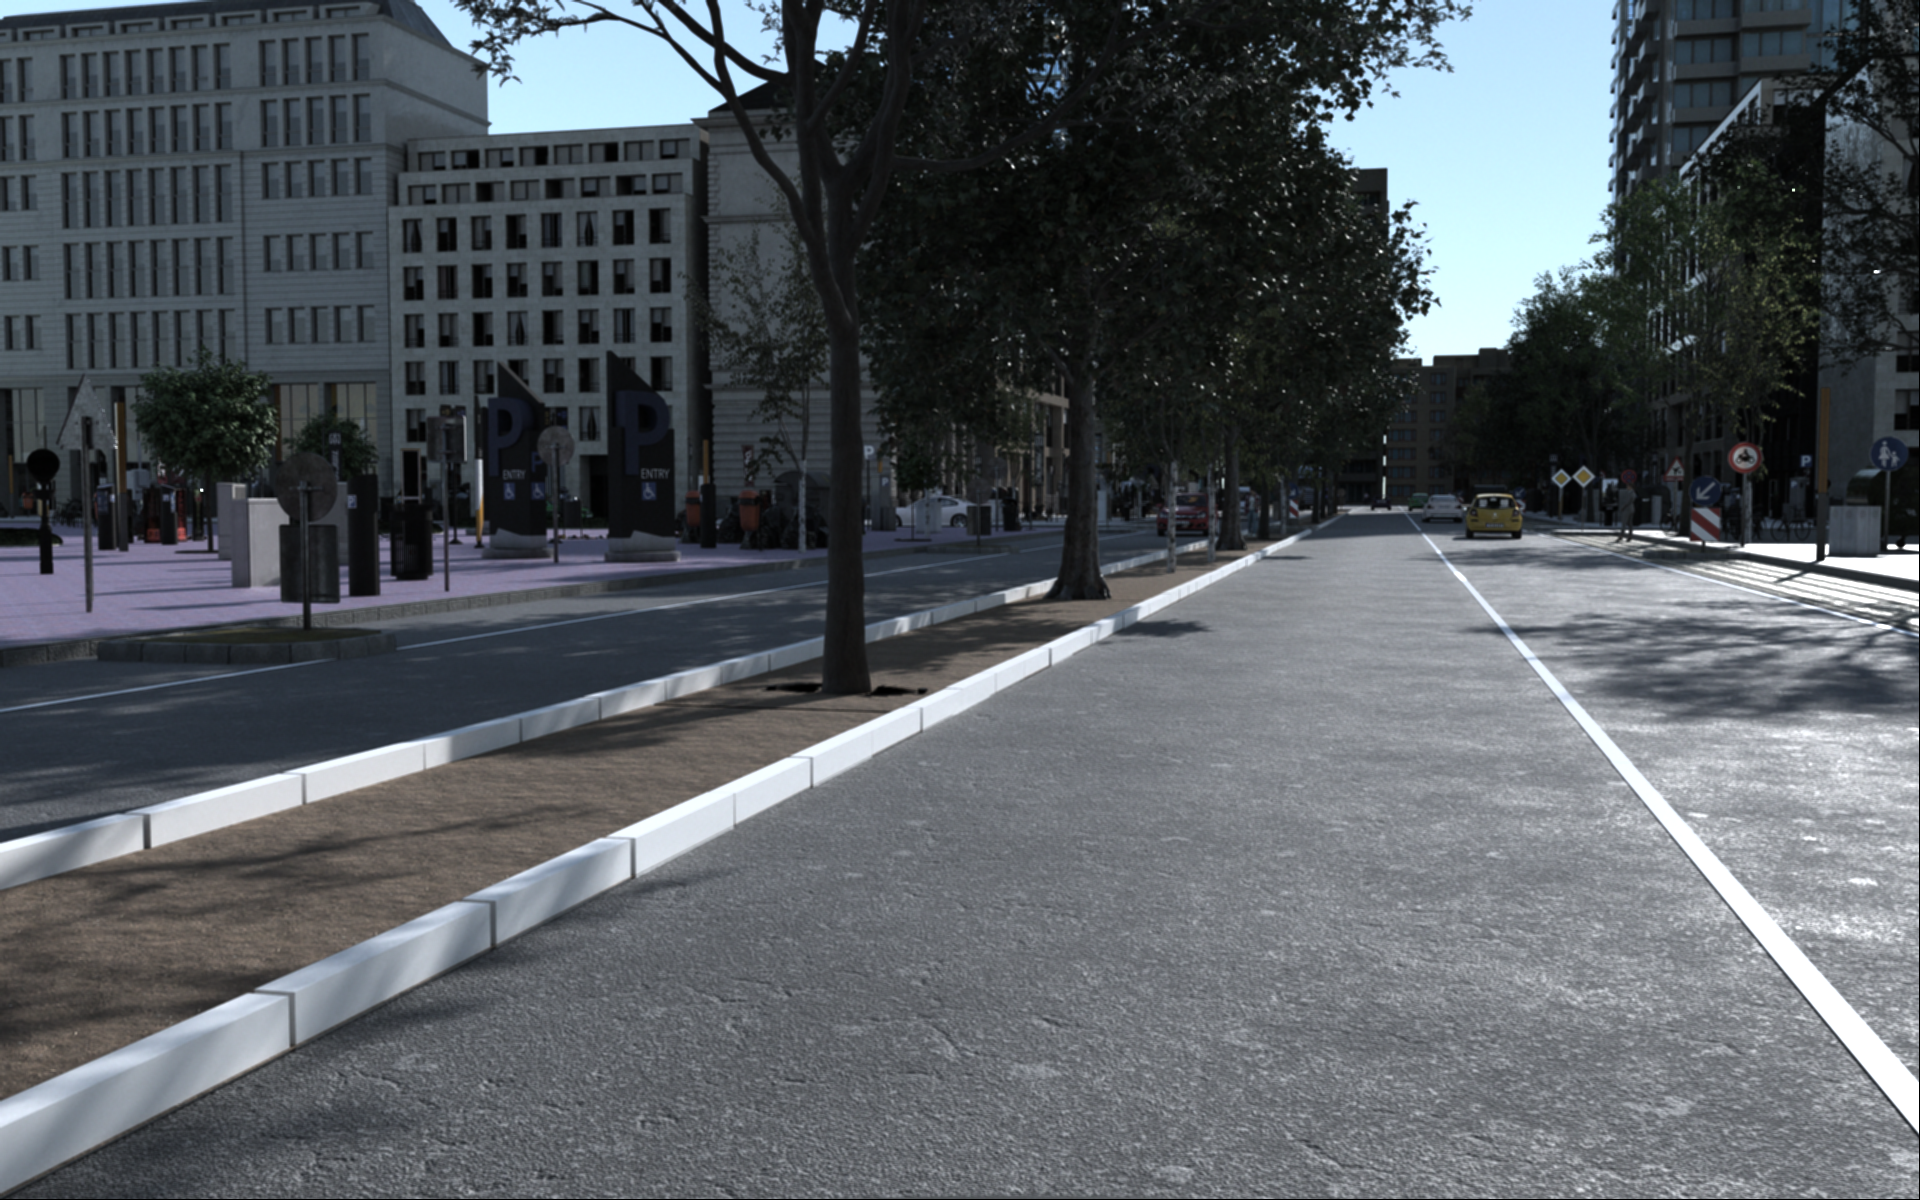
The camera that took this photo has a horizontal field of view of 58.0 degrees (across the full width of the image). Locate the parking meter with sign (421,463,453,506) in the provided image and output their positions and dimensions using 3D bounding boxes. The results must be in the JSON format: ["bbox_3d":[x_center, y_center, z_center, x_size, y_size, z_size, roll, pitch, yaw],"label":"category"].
[{"bbox_3d":[-26.592,-5.613,88.036,1.738,3.016,0.543,0,4,6],"label":"parking meter with sign"}]

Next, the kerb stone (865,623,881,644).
[{"bbox_3d":[-0.973,0.354,16.420,0.120,0.150,1.000,1,4,14],"label":"kerb stone"}]

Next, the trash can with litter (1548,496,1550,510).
[{"bbox_3d":[40.932,-6.622,119.650,0.624,1.170,1.055,1,4,17],"label":"trash can with litter"}]

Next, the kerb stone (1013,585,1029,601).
[{"bbox_3d":[0.740,-0.072,23.379,0.120,0.150,1.000,1,4,14],"label":"kerb stone"}]

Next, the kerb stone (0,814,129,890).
[{"bbox_3d":[-3.446,0.965,6.465,0.120,0.150,1.000,1,4,14],"label":"kerb stone"}]

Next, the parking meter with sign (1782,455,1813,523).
[{"bbox_3d":[37.021,-4.915,76.620,1.738,3.016,0.543,-3,4,-39],"label":"parking meter with sign"}]

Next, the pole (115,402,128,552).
[{"bbox_3d":[-18.723,-2.742,38.673,0.158,3.312,0.155,0,3,0],"label":"pole"}]

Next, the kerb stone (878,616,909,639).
[{"bbox_3d":[-0.731,0.293,17.412,0.120,0.150,1.000,1,4,14],"label":"kerb stone"}]

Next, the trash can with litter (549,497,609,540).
[{"bbox_3d":[-10.684,-2.343,49.358,2.233,1.210,1.678,0,4,2],"label":"trash can with litter"}]

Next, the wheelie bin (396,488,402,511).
[{"bbox_3d":[-25.613,-4.418,80.150,0.693,1.594,0.980,1,4,15],"label":"wheelie bin"}]

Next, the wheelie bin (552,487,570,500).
[{"bbox_3d":[-18.454,-4.420,80.182,0.693,1.594,0.980,3,4,36],"label":"wheelie bin"}]

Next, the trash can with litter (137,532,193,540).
[{"bbox_3d":[-22.415,-2.300,48.665,2.233,1.210,1.678,1,4,9],"label":"trash can with litter"}]

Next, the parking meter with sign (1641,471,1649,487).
[{"bbox_3d":[50.475,-8.047,127.823,0.543,3.016,1.738,2,4,27],"label":"parking meter with sign"}]

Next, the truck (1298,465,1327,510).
[{"bbox_3d":[33.777,-10.803,166.386,2.967,4.110,18.799,1,4,12],"label":"truck"}]

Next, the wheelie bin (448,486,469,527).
[{"bbox_3d":[-19.729,-3.679,68.068,0.980,1.594,0.693,1,4,20],"label":"wheelie bin"}]

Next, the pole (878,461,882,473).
[{"bbox_3d":[-3.604,-5.153,78.102,0.158,3.312,0.155,0,3,0],"label":"pole"}]

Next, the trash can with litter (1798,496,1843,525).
[{"bbox_3d":[35.851,-3.701,71.568,1.678,1.210,2.233,-3,4,-39],"label":"trash can with litter"}]

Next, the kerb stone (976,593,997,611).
[{"bbox_3d":[0.259,0.049,21.389,0.120,0.150,1.000,1,4,14],"label":"kerb stone"}]

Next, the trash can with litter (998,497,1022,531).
[{"bbox_3d":[1.762,-2.972,59.986,0.624,1.170,1.055,1,4,21],"label":"trash can with litter"}]

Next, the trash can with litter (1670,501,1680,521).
[{"bbox_3d":[33.332,-4.274,81.267,0.624,1.170,1.055,-2,4,-33],"label":"trash can with litter"}]

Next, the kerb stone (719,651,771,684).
[{"bbox_3d":[-1.716,0.536,13.435,0.120,0.150,1.000,1,4,14],"label":"kerb stone"}]

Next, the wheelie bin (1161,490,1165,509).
[{"bbox_3d":[16.006,-7.901,137.089,0.693,1.594,0.980,-2,4,-25],"label":"wheelie bin"}]

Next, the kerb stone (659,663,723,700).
[{"bbox_3d":[-1.961,0.597,12.437,0.120,0.150,1.000,1,4,14],"label":"kerb stone"}]

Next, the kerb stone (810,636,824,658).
[{"bbox_3d":[-1.223,0.414,15.422,0.120,0.150,1.000,1,4,14],"label":"kerb stone"}]

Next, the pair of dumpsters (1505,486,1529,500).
[{"bbox_3d":[43.928,-8.205,136.638,1.574,2.255,4.437,1,4,14],"label":"pair of dumpsters"}]

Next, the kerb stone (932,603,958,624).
[{"bbox_3d":[-0.231,0.171,19.400,0.120,0.150,1.000,1,4,14],"label":"kerb stone"}]

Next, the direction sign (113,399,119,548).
[{"bbox_3d":[-20.205,-3.027,41.493,0.379,3.537,0.876,-2,4,-28],"label":"direction sign"}]

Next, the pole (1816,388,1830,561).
[{"bbox_3d":[16.625,-2.417,33.365,0.158,3.312,0.155,0,3,0],"label":"pole"}]

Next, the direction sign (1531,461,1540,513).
[{"bbox_3d":[39.230,-7.709,118.036,0.379,3.537,0.876,-1,4,-19],"label":"direction sign"}]

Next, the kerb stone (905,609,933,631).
[{"bbox_3d":[-0.494,0.232,18.407,0.120,0.150,1.000,1,4,14],"label":"kerb stone"}]

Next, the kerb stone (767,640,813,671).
[{"bbox_3d":[-1.463,0.476,14.426,0.120,0.150,1.000,1,4,14],"label":"kerb stone"}]

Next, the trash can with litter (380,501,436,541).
[{"bbox_3d":[-15.265,-2.247,47.794,1.678,1.210,2.233,-2,4,-35],"label":"trash can with litter"}]

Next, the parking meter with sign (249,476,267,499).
[{"bbox_3d":[-29.195,-4.643,72.177,0.543,3.016,1.738,0,4,4],"label":"parking meter with sign"}]

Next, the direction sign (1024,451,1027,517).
[{"bbox_3d":[3.485,-6.093,91.612,0.379,3.537,0.876,0,4,-4],"label":"direction sign"}]

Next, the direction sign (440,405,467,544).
[{"bbox_3d":[-12.914,-3.194,44.227,0.379,3.537,0.876,2,4,27],"label":"direction sign"}]

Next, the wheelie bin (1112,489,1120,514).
[{"bbox_3d":[9.704,-6.272,110.461,0.693,1.594,0.980,0,4,6],"label":"wheelie bin"}]

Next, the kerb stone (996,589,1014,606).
[{"bbox_3d":[0.499,-0.011,22.386,0.120,0.150,1.000,1,4,14],"label":"kerb stone"}]

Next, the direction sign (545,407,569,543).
[{"bbox_3d":[-10.573,-3.250,45.133,0.876,3.537,0.379,1,4,21],"label":"direction sign"}]

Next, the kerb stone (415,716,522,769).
[{"bbox_3d":[-2.701,0.783,9.449,0.120,0.150,1.000,1,4,14],"label":"kerb stone"}]

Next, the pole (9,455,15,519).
[{"bbox_3d":[-49.732,-5.931,90.807,0.158,3.312,0.155,0,3,0],"label":"pole"}]

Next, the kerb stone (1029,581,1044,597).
[{"bbox_3d":[0.988,-0.133,24.371,0.120,0.150,1.000,1,4,14],"label":"kerb stone"}]

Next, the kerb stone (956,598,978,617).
[{"bbox_3d":[0.004,0.113,20.399,0.120,0.150,1.000,1,4,14],"label":"kerb stone"}]

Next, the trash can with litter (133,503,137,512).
[{"bbox_3d":[-29.690,-3.118,62.373,1.055,1.170,0.624,-3,4,-38],"label":"trash can with litter"}]

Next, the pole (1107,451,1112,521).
[{"bbox_3d":[7.158,-5.450,82.945,0.158,3.312,0.155,0,3,0],"label":"pole"}]

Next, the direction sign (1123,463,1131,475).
[{"bbox_3d":[12.081,-8.107,124.541,0.876,3.537,0.379,2,4,35],"label":"direction sign"}]

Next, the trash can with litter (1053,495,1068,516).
[{"bbox_3d":[6.442,-5.646,103.363,2.233,1.210,1.678,3,4,38],"label":"trash can with litter"}]

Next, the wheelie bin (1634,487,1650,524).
[{"bbox_3d":[29.216,-4.079,74.606,0.980,1.594,0.693,-3,4,-36],"label":"wheelie bin"}]

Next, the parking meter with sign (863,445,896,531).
[{"bbox_3d":[-2.797,-3.933,60.559,0.543,3.016,1.738,-2,4,-33],"label":"parking meter with sign"}]

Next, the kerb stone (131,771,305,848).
[{"bbox_3d":[-3.190,0.903,7.457,0.120,0.150,1.000,1,4,14],"label":"kerb stone"}]

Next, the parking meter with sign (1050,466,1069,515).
[{"bbox_3d":[6.476,-6.770,106.947,1.738,3.016,0.543,-1,4,-18],"label":"parking meter with sign"}]

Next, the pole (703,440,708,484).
[{"bbox_3d":[-9.553,-4.360,65.126,0.158,3.312,0.155,0,3,0],"label":"pole"}]

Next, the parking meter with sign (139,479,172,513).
[{"bbox_3d":[-42.166,-5.784,90.827,1.738,3.016,0.543,0,4,-1],"label":"parking meter with sign"}]

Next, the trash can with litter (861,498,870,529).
[{"bbox_3d":[-3.466,-2.869,58.300,0.624,1.170,1.055,1,4,13],"label":"trash can with litter"}]

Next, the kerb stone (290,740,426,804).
[{"bbox_3d":[-2.943,0.840,8.456,0.120,0.150,1.000,1,4,14],"label":"kerb stone"}]

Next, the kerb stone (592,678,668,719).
[{"bbox_3d":[-2.206,0.658,11.444,0.120,0.150,1.000,1,4,14],"label":"kerb stone"}]

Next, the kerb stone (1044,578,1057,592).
[{"bbox_3d":[1.236,-0.192,25.372,0.120,0.150,1.000,1,4,14],"label":"kerb stone"}]

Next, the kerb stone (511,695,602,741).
[{"bbox_3d":[-2.455,0.724,10.451,0.120,0.150,1.000,1,4,14],"label":"kerb stone"}]
